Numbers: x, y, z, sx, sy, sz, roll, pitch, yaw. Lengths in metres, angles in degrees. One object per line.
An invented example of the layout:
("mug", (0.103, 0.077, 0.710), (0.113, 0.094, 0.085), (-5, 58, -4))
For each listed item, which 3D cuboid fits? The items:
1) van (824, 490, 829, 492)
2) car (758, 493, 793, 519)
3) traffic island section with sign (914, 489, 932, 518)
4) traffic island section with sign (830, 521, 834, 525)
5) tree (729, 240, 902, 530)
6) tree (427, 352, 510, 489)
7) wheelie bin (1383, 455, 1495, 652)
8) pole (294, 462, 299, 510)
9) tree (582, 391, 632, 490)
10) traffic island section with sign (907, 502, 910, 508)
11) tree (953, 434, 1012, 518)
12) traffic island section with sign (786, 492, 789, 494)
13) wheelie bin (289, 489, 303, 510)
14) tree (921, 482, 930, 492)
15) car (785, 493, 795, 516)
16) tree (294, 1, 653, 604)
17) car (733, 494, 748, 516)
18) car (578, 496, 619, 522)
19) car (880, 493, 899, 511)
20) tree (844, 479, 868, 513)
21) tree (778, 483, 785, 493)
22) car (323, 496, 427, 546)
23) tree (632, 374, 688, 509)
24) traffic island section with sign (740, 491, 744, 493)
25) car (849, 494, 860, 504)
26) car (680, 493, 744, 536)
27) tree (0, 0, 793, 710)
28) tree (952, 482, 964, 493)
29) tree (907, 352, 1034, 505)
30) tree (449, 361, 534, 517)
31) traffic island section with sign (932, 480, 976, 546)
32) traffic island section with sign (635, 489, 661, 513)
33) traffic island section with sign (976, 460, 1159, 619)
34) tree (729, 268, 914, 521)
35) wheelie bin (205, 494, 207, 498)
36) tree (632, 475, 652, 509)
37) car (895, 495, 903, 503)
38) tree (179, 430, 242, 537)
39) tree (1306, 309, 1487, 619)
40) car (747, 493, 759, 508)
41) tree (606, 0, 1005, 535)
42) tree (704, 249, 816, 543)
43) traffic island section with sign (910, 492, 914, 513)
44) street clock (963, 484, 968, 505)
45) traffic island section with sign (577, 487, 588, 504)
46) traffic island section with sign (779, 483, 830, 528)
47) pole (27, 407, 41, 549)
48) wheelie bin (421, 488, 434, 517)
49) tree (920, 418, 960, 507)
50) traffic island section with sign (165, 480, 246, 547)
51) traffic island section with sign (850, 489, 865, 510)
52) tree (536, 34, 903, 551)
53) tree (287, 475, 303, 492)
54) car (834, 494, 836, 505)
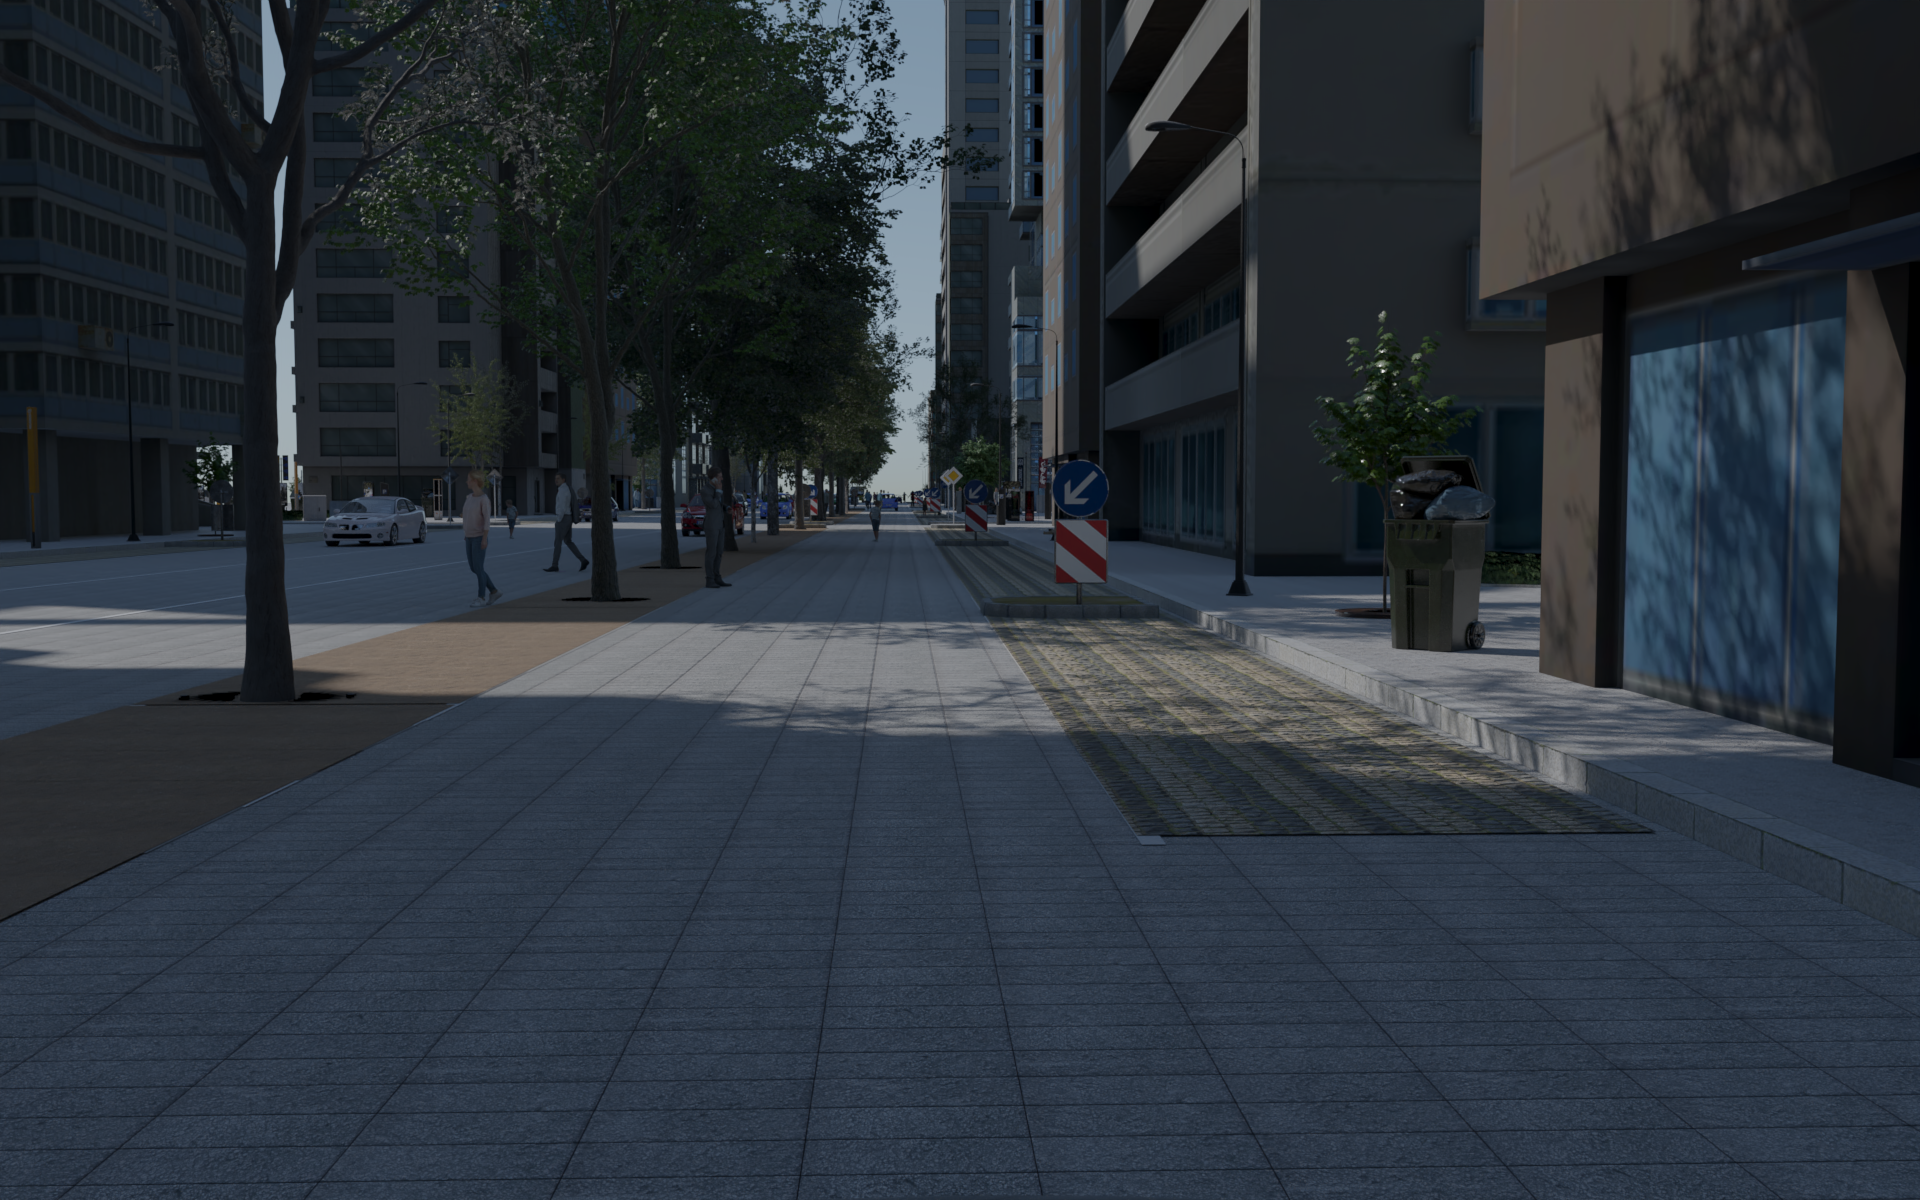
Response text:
("van", (-20.568, -15.981, 265.675), (2.240, 2.365, 5.245), (0, 4, -2))
("car", (-10.500, -5.458, 98.834), (1.945, 1.707, 3.694), (0, 4, -3))
("traffic island section with sign", (-1.600, -5.766, 102.903), (1.989, 1.847, 2.006), (0, 4, -2))
("traffic island section with sign", (-6.880, -4.412, 80.270), (2.006, 1.907, 1.989), (0, 4, -2))
("tree", (-6.322, -9.058, 68.685), (7.486, 12.596, 7.792), (0, 3, 0))
("tree", (-24.916, -8.466, 88.786), (4.737, 8.622, 4.395), (0, 3, 0))
("wheelie bin", (3.941, -0.390, 14.285), (0.980, 1.594, 0.693), (3, 5, 44))
("pole", (-40.455, -6.833, 105.564), (0.158, 3.312, 0.155), (0, 3, 0))
("tree", (-24.863, -10.303, 118.814), (4.737, 8.622, 4.395), (0, 3, 0))
("traffic island section with sign", (-4.290, -10.509, 180.442), (1.989, 1.847, 2.006), (0, 4, -2))
("tree", (1.175, -6.767, 94.359), (4.285, 4.588, 4.351), (0, 3, 0))
("traffic island section with sign", (-28.839, -17.181, 289.541), (1.989, 1.847, 2.006), (0, 4, -2))
("wheelie bin", (-45.586, -6.792, 118.962), (0.980, 1.594, 0.693), (1, 4, 20))
("tree", (-5.403, -17.609, 282.512), (1.663, 3.219, 1.824), (0, 3, 0))
("car", (-11.633, -6.326, 112.474), (2.155, 1.783, 4.494), (0, 4, -2))
("tree", (-4.843, -5.789, 22.861), (9.928, 11.665, 9.643), (0, 3, 0))
("car", (-14.766, -6.295, 112.714), (2.009, 1.686, 4.222), (0, 4, -3))
("car", (-18.741, -4.698, 89.387), (1.945, 1.354, 3.894), (0, 4, -1))
("car", (-6.158, -8.458, 147.881), (1.945, 1.707, 3.694), (0, 4, -4))
("tree", (-8.540, -10.863, 130.430), (4.360, 8.622, 3.978), (0, 3, 0))
("tree", (-31.207, -18.807, 302.093), (1.663, 3.219, 1.824), (0, 3, 0))
("car", (-16.532, -2.249, 49.132), (2.083, 1.381, 4.827), (0, 4, -2))
("tree", (-26.343, -13.806, 143.858), (7.486, 12.596, 7.792), (0, 3, 0))
("traffic island section with sign", (-25.947, -12.122, 206.825), (1.989, 1.847, 2.006), (0, 4, -2))
("car", (-14.985, -14.022, 241.259), (2.014, 1.417, 4.499), (0, 4, -3))
("car", (-8.541, -3.115, 59.975), (2.155, 1.783, 4.494), (0, 4, -1))
("tree", (-4.835, -6.050, 11.749), (12.009, 13.543, 11.850), (0, 3, 0))
("tree", (-0.032, -8.889, 139.930), (1.663, 3.219, 1.824), (0, 3, 0))
("tree", (0.633, -10.902, 112.655), (8.767, 10.594, 7.601), (0, 4, 3))
("tree", (-25.546, -8.843, 94.939), (4.360, 8.622, 3.978), (0, 3, 0))
("traffic island section with sign", (0.302, -2.417, 48.149), (1.989, 1.847, 2.006), (0, 4, -2))
("traffic island section with sign", (-23.284, -7.419, 129.936), (1.989, 1.847, 2.006), (0, 4, -2))
("traffic island section with sign", (1.255, -0.741, 20.738), (1.989, 1.847, 2.006), (0, 4, -2))
("tree", (-7.121, -10.217, 86.516), (9.611, 12.733, 9.660), (0, 3, 0))
("wheelie bin", (-56.789, -7.433, 129.431), (0.693, 1.594, 0.980), (1, 4, 23))
("tree", (-28.196, -9.634, 152.119), (1.663, 3.219, 1.824), (0, 3, 0))
("car", (-9.824, -15.621, 267.975), (1.945, 1.354, 3.894), (0, 4, -3))
("tree", (-22.809, -3.549, 52.621), (1.663, 3.219, 1.824), (0, 3, 0))
("tree", (4.453, -1.449, 18.300), (1.663, 3.219, 1.824), (0, 3, 0))
("car", (-20.848, -9.880, 171.136), (1.945, 1.707, 3.694), (0, 4, -1))
("tree", (-5.203, -12.233, 58.356), (12.611, 20.169, 13.585), (0, 3, 0))
("tree", (-6.010, -5.950, 50.106), (4.360, 8.622, 3.978), (0, 3, 0))
("traffic island section with sign", (-2.543, -7.414, 129.842), (1.989, 1.847, 2.006), (0, 4, -2))
("street clock", (0.404, -6.043, 103.371), (0.471, 2.002, 0.358), (0, 4, -3))
("traffic island section with sign", (-22.312, -5.730, 102.316), (1.989, 1.847, 2.006), (0, 4, -2))
("traffic island section with sign", (-6.632, -3.959, 72.867), (2.006, 1.907, 1.989), (0, 4, -2))
("pole", (-21.769, -2.867, 40.711), (0.158, 3.312, 0.155), (0, 3, 0))
("wheelie bin", (-29.070, -5.319, 94.872), (0.980, 1.594, 0.693), (1, 4, 11))
("tree", (-1.491, -13.060, 163.899), (4.360, 8.622, 3.978), (0, 3, 0))
("traffic island section with sign", (-20.400, -2.374, 47.440), (1.989, 1.847, 2.006), (0, 4, -2))
("traffic island section with sign", (-9.506, -9.005, 155.363), (2.006, 1.907, 1.989), (0, 4, -2))
("tree", (-5.881, -8.173, 42.748), (9.857, 13.997, 8.962), (0, 3, 0))
("tree", (-58.130, -9.643, 152.256), (1.663, 3.219, 1.824), (0, 3, 0))
("car", (-13.713, -11.492, 196.686), (1.959, 1.807, 4.718), (0, 4, -2))
